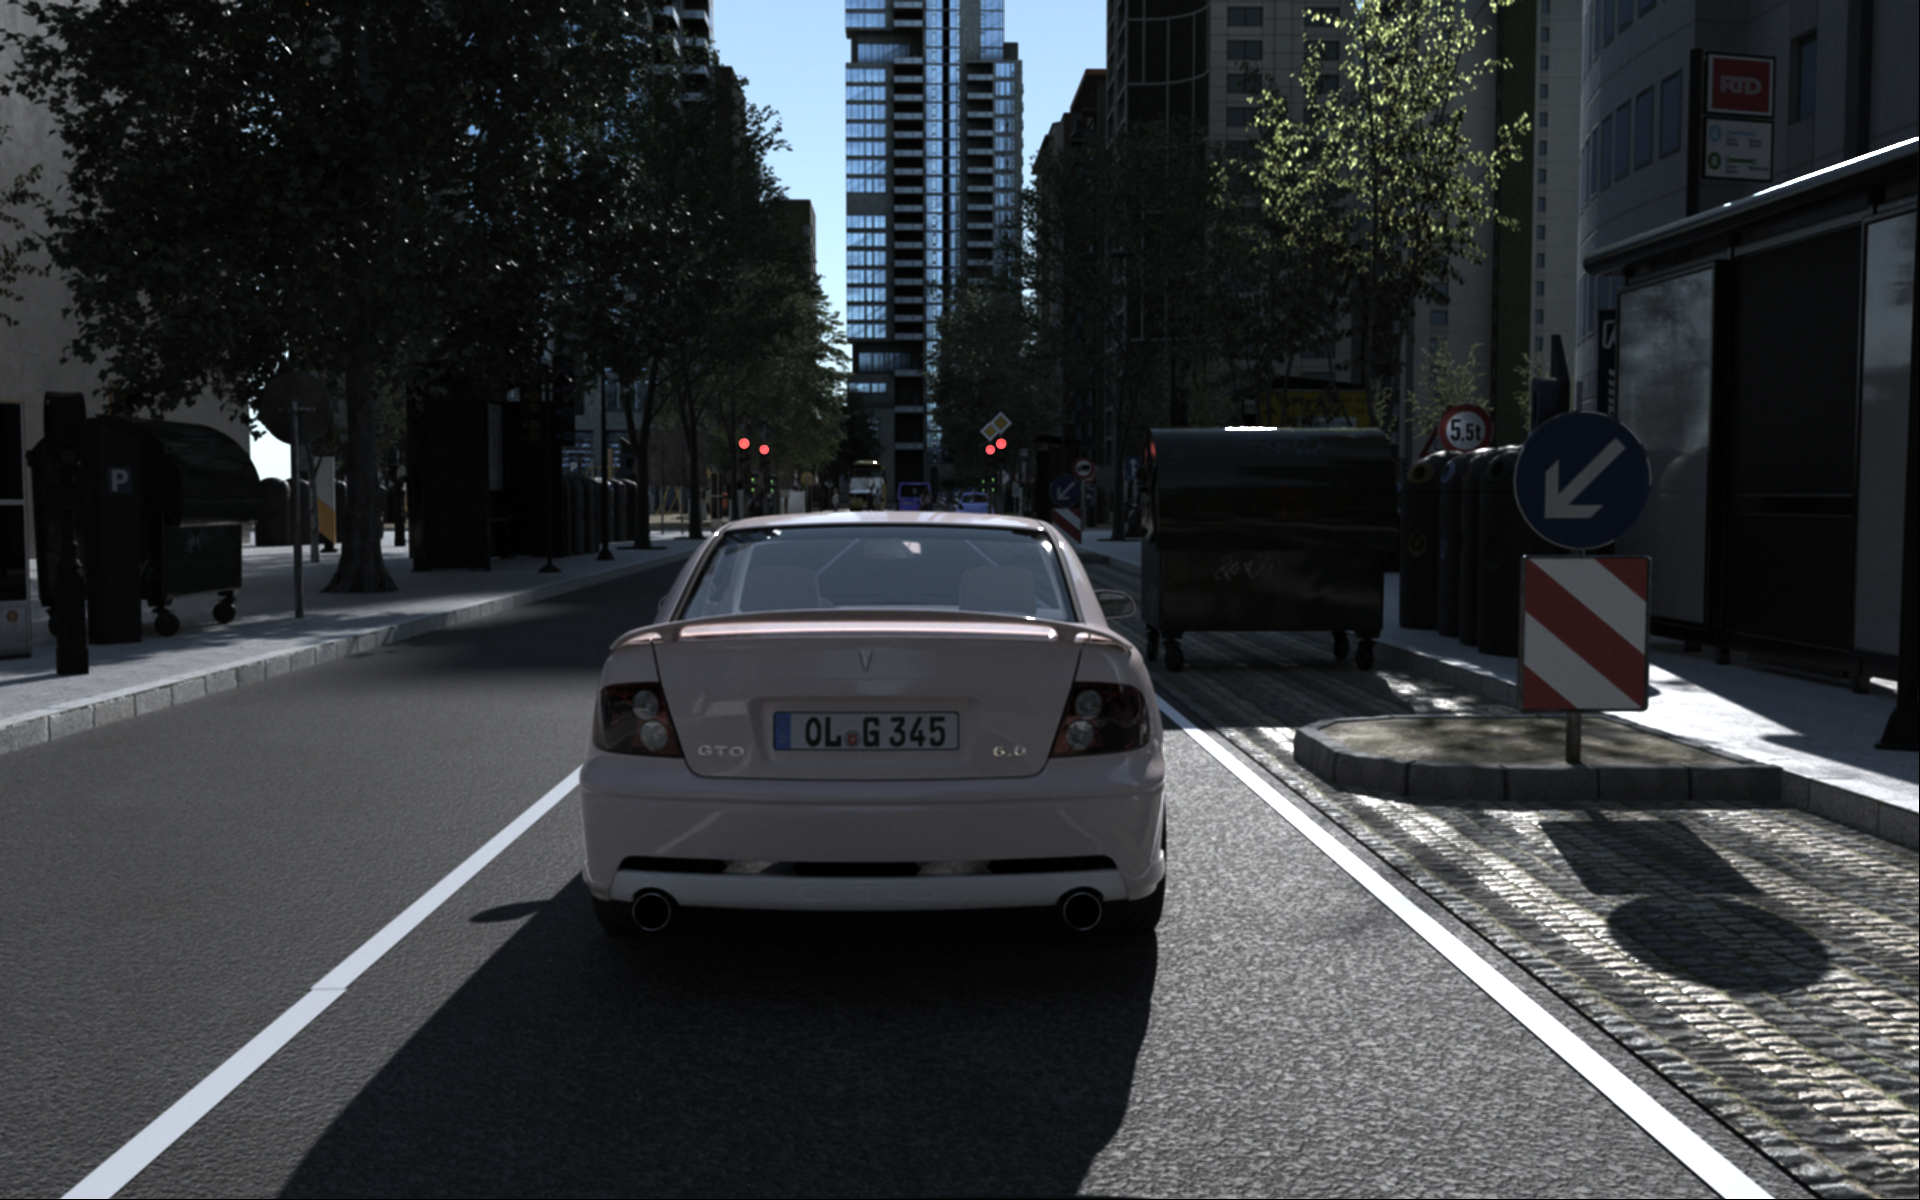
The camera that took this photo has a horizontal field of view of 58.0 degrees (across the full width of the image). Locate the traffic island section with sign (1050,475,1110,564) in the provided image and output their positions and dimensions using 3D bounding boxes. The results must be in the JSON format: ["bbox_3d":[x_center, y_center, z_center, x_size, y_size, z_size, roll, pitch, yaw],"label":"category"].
[{"bbox_3d":[2.043,-1.690,36.259,1.989,1.847,2.006,0,4,-2],"label":"traffic island section with sign"}]

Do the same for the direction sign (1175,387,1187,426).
[{"bbox_3d":[4.718,-2.754,37.020,0.379,3.537,0.876,1,4,23],"label":"direction sign"}]

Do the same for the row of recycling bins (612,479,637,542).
[{"bbox_3d":[-9.491,-2.399,46.333,1.069,1.692,3.534,0,4,7],"label":"row of recycling bins"}]

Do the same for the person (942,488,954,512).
[{"bbox_3d":[-0.777,-6.173,109.410,0.713,1.824,0.794,1,4,23],"label":"person"}]

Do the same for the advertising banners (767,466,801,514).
[{"bbox_3d":[-10.869,-6.783,107.094,2.074,3.025,0.090,0,4,6],"label":"advertising banners"}]

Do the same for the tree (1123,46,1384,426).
[{"bbox_3d":[5.112,-4.807,28.950,4.737,8.622,4.395,0,3,0],"label":"tree"}]

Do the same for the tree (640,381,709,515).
[{"bbox_3d":[-17.558,-9.650,108.136,4.360,8.622,3.978,0,3,0],"label":"tree"}]

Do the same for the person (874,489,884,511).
[{"bbox_3d":[-5.752,-7.011,123.495,0.716,1.782,0.532,0,4,1],"label":"person"}]

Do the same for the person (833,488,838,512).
[{"bbox_3d":[-6.366,-4.948,90.066,0.598,1.740,0.731,-2,4,-24],"label":"person"}]

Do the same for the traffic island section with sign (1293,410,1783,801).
[{"bbox_3d":[2.821,-0.022,8.980,1.989,1.847,2.006,0,4,-2],"label":"traffic island section with sign"}]

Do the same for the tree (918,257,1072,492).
[{"bbox_3d":[2.816,-17.173,136.671,12.611,20.169,13.585,0,3,0],"label":"tree"}]

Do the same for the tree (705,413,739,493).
[{"bbox_3d":[-18.837,-11.440,137.403,4.737,8.622,4.395,0,3,0],"label":"tree"}]

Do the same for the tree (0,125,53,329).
[{"bbox_3d":[-15.202,-4.534,24.493,4.360,8.622,3.978,0,3,0],"label":"tree"}]

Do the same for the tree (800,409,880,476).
[{"bbox_3d":[-12.509,-14.544,172.208,7.601,10.594,8.767,0,4,4],"label":"tree"}]

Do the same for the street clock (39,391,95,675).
[{"bbox_3d":[-6.344,-0.474,12.322,0.358,2.002,0.471,-2,4,-33],"label":"street clock"}]

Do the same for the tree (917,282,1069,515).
[{"bbox_3d":[2.206,-12.046,103.604,9.857,13.997,8.962,0,3,0],"label":"tree"}]

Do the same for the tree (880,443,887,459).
[{"bbox_3d":[-12.832,-16.557,205.115,8.767,10.594,7.601,0,4,-1],"label":"tree"}]

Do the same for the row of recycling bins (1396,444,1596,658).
[{"bbox_3d":[4.691,-0.497,15.241,1.069,1.692,3.534,0,4,1],"label":"row of recycling bins"}]

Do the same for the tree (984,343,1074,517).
[{"bbox_3d":[3.178,-8.230,84.929,4.360,8.622,3.978,0,3,0],"label":"tree"}]

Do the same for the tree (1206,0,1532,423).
[{"bbox_3d":[5.151,-4.349,21.463,4.360,8.622,3.978,0,3,0],"label":"tree"}]

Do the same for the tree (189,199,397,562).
[{"bbox_3d":[-12.246,-5.006,32.213,4.737,8.622,4.395,0,3,0],"label":"tree"}]

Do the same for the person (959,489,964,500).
[{"bbox_3d":[0.212,-6.601,116.849,0.576,1.772,0.534,0,4,-5],"label":"person"}]

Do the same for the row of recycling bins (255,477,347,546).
[{"bbox_3d":[-16.814,-2.284,44.459,1.069,1.692,3.534,1,4,11],"label":"row of recycling bins"}]

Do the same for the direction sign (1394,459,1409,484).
[{"bbox_3d":[28.273,-7.280,111.022,0.876,3.537,0.379,1,4,21],"label":"direction sign"}]

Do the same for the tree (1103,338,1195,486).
[{"bbox_3d":[8.863,-7.973,80.726,4.360,8.622,3.978,0,3,0],"label":"tree"}]

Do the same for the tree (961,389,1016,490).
[{"bbox_3d":[2.675,-10.057,114.801,4.737,8.622,4.395,0,3,0],"label":"tree"}]

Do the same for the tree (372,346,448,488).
[{"bbox_3d":[-21.284,-7.267,69.172,4.360,8.622,3.978,0,3,0],"label":"tree"}]

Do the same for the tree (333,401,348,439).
[{"bbox_3d":[-30.212,-8.547,90.113,4.360,8.622,3.978,0,3,0],"label":"tree"}]

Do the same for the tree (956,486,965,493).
[{"bbox_3d":[0.532,-11.993,190.691,1.663,3.219,1.824,0,3,0],"label":"tree"}]

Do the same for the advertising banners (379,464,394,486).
[{"bbox_3d":[-33.868,-6.508,102.596,0.090,3.025,2.074,1,4,11],"label":"advertising banners"}]

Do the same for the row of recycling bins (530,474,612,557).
[{"bbox_3d":[-8.390,-1.827,36.984,1.069,1.692,3.534,0,4,0],"label":"row of recycling bins"}]

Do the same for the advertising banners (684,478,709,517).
[{"bbox_3d":[-13.735,-5.858,91.974,2.074,3.025,0.090,0,4,-3],"label":"advertising banners"}]

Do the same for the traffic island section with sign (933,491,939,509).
[{"bbox_3d":[-1.694,-9.785,168.618,1.989,1.847,2.006,0,4,-2],"label":"traffic island section with sign"}]

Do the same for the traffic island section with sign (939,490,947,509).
[{"bbox_3d":[-0.287,-6.732,118.699,1.989,1.847,2.006,0,4,-2],"label":"traffic island section with sign"}]

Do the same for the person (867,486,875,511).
[{"bbox_3d":[-4.752,-5.223,93.672,0.755,1.850,0.659,2,4,30],"label":"person"}]

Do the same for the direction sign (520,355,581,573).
[{"bbox_3d":[-6.740,-2.223,28.344,0.876,3.537,0.379,0,4,-4],"label":"direction sign"}]

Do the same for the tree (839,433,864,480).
[{"bbox_3d":[-12.062,-15.166,198.318,4.360,8.622,3.978,0,3,0],"label":"tree"}]

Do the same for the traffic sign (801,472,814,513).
[{"bbox_3d":[-8.746,-6.061,99.208,0.768,2.556,0.104,0,4,3],"label":"traffic sign"}]

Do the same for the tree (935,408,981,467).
[{"bbox_3d":[1.170,-14.949,178.822,8.767,10.594,7.601,2,4,35],"label":"tree"}]

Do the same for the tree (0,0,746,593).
[{"bbox_3d":[-7.891,-6.460,22.634,9.611,12.733,9.660,0,3,0],"label":"tree"}]

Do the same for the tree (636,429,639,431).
[{"bbox_3d":[-22.252,-10.974,129.790,4.360,8.622,3.978,0,3,0],"label":"tree"}]

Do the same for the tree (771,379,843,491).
[{"bbox_3d":[-10.137,-9.831,111.094,4.737,8.622,4.395,0,3,0],"label":"tree"}]

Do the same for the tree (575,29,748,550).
[{"bbox_3d":[-7.455,-6.979,39.870,9.928,11.665,9.643,0,3,0],"label":"tree"}]

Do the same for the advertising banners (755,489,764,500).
[{"bbox_3d":[-14.656,-8.122,128.974,2.074,3.025,0.090,0,4,8],"label":"advertising banners"}]

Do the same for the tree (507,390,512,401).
[{"bbox_3d":[-26.738,-8.976,97.117,4.360,8.622,3.978,0,3,0],"label":"tree"}]

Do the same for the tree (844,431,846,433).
[{"bbox_3d":[-10.549,-11.010,130.372,4.737,8.622,4.395,0,3,0],"label":"tree"}]

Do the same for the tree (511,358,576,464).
[{"bbox_3d":[-21.656,-8.446,88.448,4.737,8.622,4.395,0,3,0],"label":"tree"}]

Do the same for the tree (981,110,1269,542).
[{"bbox_3d":[4.500,-7.413,46.961,9.928,11.665,9.643,0,3,0],"label":"tree"}]

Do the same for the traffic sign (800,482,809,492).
[{"bbox_3d":[-11.458,-7.810,127.693,0.884,2.594,0.081,0,4,3],"label":"traffic sign"}]

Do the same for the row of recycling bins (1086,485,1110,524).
[{"bbox_3d":[6.056,-4.259,76.739,1.069,1.692,3.534,0,4,2],"label":"row of recycling bins"}]

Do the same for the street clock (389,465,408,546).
[{"bbox_3d":[-13.786,-2.325,42.580,0.358,2.002,0.471,1,4,19],"label":"street clock"}]

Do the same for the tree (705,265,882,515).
[{"bbox_3d":[-8.633,-10.087,83.041,7.486,12.596,7.792,0,3,0],"label":"tree"}]

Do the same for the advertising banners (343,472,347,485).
[{"bbox_3d":[-49.859,-8.702,138.471,2.074,3.025,0.090,-1,4,-22],"label":"advertising banners"}]

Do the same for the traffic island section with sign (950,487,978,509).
[{"bbox_3d":[0.478,-5.084,91.754,1.989,1.847,2.006,0,4,-2],"label":"traffic island section with sign"}]

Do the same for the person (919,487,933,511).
[{"bbox_3d":[-1.532,-3.967,73.947,0.593,1.750,0.643,-2,4,-33],"label":"person"}]

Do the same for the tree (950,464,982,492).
[{"bbox_3d":[0.787,-10.520,155.721,4.285,4.588,4.351,0,3,0],"label":"tree"}]
